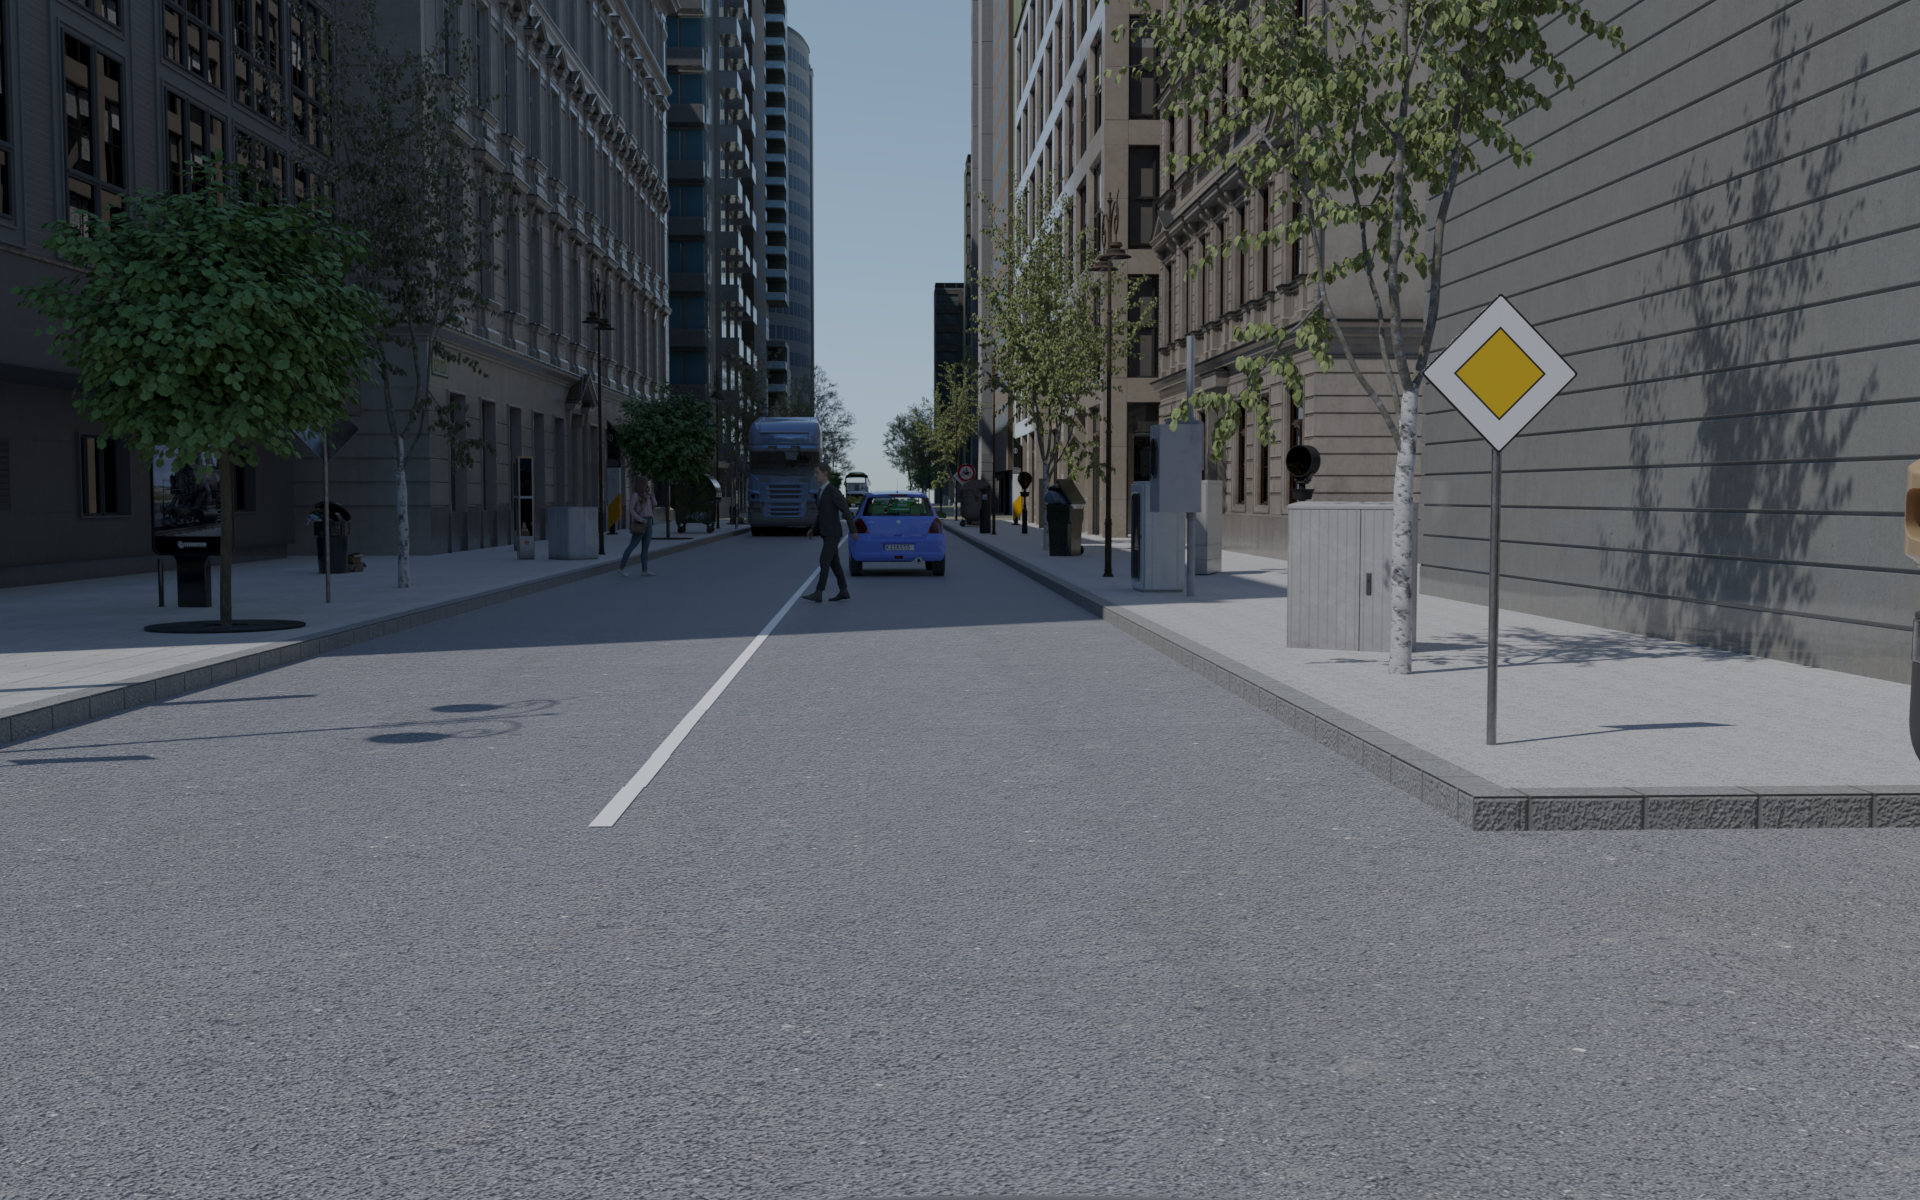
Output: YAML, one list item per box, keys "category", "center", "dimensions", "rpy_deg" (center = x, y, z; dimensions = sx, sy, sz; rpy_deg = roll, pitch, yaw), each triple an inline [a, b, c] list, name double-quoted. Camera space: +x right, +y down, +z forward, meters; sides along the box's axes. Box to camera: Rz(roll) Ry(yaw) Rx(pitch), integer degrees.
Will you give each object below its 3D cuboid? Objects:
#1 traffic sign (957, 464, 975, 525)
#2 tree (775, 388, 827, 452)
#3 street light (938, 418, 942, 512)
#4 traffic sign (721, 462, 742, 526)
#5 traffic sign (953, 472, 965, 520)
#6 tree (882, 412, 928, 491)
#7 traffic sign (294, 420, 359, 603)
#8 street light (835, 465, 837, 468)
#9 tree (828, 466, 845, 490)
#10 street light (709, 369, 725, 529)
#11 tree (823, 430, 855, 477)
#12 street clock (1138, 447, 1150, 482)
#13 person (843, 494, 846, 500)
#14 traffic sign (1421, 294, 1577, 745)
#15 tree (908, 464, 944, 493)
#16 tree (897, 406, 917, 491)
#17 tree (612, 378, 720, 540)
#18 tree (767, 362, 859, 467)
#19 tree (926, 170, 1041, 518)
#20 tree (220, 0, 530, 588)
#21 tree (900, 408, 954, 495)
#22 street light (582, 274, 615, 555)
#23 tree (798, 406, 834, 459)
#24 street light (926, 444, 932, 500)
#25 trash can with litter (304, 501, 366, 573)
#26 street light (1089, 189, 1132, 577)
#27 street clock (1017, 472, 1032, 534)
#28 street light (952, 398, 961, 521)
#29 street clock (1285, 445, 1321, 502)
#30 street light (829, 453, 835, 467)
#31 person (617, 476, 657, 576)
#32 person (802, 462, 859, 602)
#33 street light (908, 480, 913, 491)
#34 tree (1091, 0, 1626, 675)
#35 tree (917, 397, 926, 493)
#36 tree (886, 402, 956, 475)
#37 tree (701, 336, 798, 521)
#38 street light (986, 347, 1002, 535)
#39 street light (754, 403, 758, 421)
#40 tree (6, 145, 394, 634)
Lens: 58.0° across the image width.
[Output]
- category: "traffic sign"
  center: [0.267, -4.426, 72.469]
  dimensions: [0.768, 2.556, 0.104]
  rpy_deg: [0, 4, 4]
- category: "tree"
  center: [-11.668, -10.417, 120.672]
  dimensions: [4.737, 8.622, 4.395]
  rpy_deg: [0, 3, 0]
- category: "street light"
  center: [-1.135, -7.983, 103.314]
  dimensions: [0.468, 5.910, 1.993]
  rpy_deg: [0, 4, -3]
- category: "traffic sign"
  center: [-9.307, -4.317, 70.585]
  dimensions: [0.884, 2.594, 0.081]
  rpy_deg: [0, 4, 5]
- category: "traffic sign"
  center: [0.092, -4.387, 72.916]
  dimensions: [0.795, 2.450, 0.064]
  rpy_deg: [0, 4, 1]
- category: "tree"
  center: [-6.402, -18.025, 220.461]
  dimensions: [9.928, 11.665, 9.643]
  rpy_deg: [0, 3, 0]
- category: "traffic sign"
  center: [-7.429, -1.170, 20.307]
  dimensions: [0.795, 2.450, 0.064]
  rpy_deg: [0, 4, 3]
- category: "street light"
  center: [-16.096, -15.421, 224.926]
  dimensions: [0.468, 5.910, 1.993]
  rpy_deg: [0, 4, -3]
- category: "tree"
  center: [-15.215, -13.507, 204.547]
  dimensions: [4.285, 4.588, 4.351]
  rpy_deg: [0, 3, 0]
- category: "street light"
  center: [-8.976, -5.582, 64.061]
  dimensions: [0.468, 5.910, 1.993]
  rpy_deg: [0, 4, -3]
- category: "tree"
  center: [-17.840, -18.567, 237.976]
  dimensions: [7.601, 10.594, 8.767]
  rpy_deg: [-3, 5, -44]
- category: "street clock"
  center: [2.930, -1.358, 26.771]
  dimensions: [0.358, 2.002, 0.471]
  rpy_deg: [-1, 4, -15]
- category: "person"
  center: [-10.544, -8.869, 156.759]
  dimensions: [0.557, 1.426, 1.065]
  rpy_deg: [1, 4, 22]
- category: "traffic sign"
  center: [2.715, -0.315, 8.795]
  dimensions: [0.795, 2.450, 0.064]
  rpy_deg: [0, 4, -3]
- category: "tree"
  center: [-3.285, -11.227, 167.279]
  dimensions: [4.285, 4.588, 4.351]
  rpy_deg: [0, 3, 0]
- category: "tree"
  center: [-0.431, -8.750, 93.422]
  dimensions: [4.737, 8.622, 4.395]
  rpy_deg: [0, 3, 0]
- category: "tree"
  center: [-8.287, -4.006, 49.219]
  dimensions: [4.285, 4.588, 4.351]
  rpy_deg: [0, 3, 0]
- category: "tree"
  center: [-14.038, -15.251, 159.722]
  dimensions: [12.009, 13.543, 11.850]
  rpy_deg: [0, 3, 0]
- category: "tree"
  center: [2.103, -5.439, 39.294]
  dimensions: [4.737, 8.622, 4.395]
  rpy_deg: [0, 3, 0]
- category: "tree"
  center: [-7.654, -4.457, 23.238]
  dimensions: [4.360, 8.622, 3.978]
  rpy_deg: [0, 3, 0]
- category: "tree"
  center: [-2.777, -11.971, 146.085]
  dimensions: [4.360, 8.622, 3.978]
  rpy_deg: [0, 3, 0]
- category: "street light"
  center: [-7.589, -3.897, 36.500]
  dimensions: [0.468, 5.910, 1.993]
  rpy_deg: [0, 4, -3]
- category: "tree"
  center: [-12.835, -11.933, 145.472]
  dimensions: [4.360, 8.622, 3.978]
  rpy_deg: [0, 3, 0]
- category: "street light"
  center: [-2.355, -9.743, 132.081]
  dimensions: [0.468, 5.910, 1.993]
  rpy_deg: [0, 4, -3]
- category: "trash can with litter"
  center: [-10.163, -1.031, 28.245]
  dimensions: [0.624, 1.170, 1.055]
  rpy_deg: [0, 4, 7]
- category: "street light"
  center: [2.296, -3.295, 26.667]
  dimensions: [0.468, 5.910, 1.993]
  rpy_deg: [0, 4, -3]
- category: "street clock"
  center: [2.089, -3.137, 55.862]
  dimensions: [0.471, 2.002, 0.358]
  rpy_deg: [0, 4, 5]
- category: "street light"
  center: [-0.174, -6.771, 83.500]
  dimensions: [0.468, 5.910, 1.993]
  rpy_deg: [0, 4, -3]
- category: "street clock"
  center: [5.056, -1.284, 25.570]
  dimensions: [0.358, 2.002, 0.471]
  rpy_deg: [-3, 5, -45]
- category: "street light"
  center: [-14.784, -13.687, 196.565]
  dimensions: [0.468, 5.910, 1.993]
  rpy_deg: [0, 4, -3]
- category: "person"
  center: [-5.630, -1.289, 30.172]
  dimensions: [0.643, 1.750, 0.593]
  rpy_deg: [1, 4, 18]
- category: "person"
  center: [-1.792, -0.900, 22.999]
  dimensions: [0.755, 1.850, 0.659]
  rpy_deg: [-2, 4, -26]
- category: "street light"
  center: [-7.211, -16.520, 242.891]
  dimensions: [0.468, 5.910, 1.993]
  rpy_deg: [0, 4, -3]
- category: "tree"
  center: [3.085, -3.790, 12.336]
  dimensions: [4.737, 8.622, 4.395]
  rpy_deg: [0, 3, 0]
- category: "tree"
  center: [2.173, -5.795, 45.111]
  dimensions: [4.737, 8.622, 4.395]
  rpy_deg: [0, 3, 0]
- category: "tree"
  center: [-4.033, -14.786, 176.165]
  dimensions: [7.601, 10.594, 8.767]
  rpy_deg: [-1, 4, -20]
- category: "tree"
  center: [-9.978, -7.969, 80.654]
  dimensions: [4.360, 8.622, 3.978]
  rpy_deg: [0, 3, 0]
- category: "street light"
  center: [1.070, -5.005, 54.614]
  dimensions: [0.468, 5.910, 1.993]
  rpy_deg: [0, 4, -3]
- category: "street light"
  center: [-9.961, -6.900, 85.600]
  dimensions: [0.468, 5.910, 1.993]
  rpy_deg: [0, 4, -3]
- category: "tree"
  center: [-7.086, -1.999, 16.402]
  dimensions: [4.285, 4.588, 4.351]
  rpy_deg: [0, 3, 0]
